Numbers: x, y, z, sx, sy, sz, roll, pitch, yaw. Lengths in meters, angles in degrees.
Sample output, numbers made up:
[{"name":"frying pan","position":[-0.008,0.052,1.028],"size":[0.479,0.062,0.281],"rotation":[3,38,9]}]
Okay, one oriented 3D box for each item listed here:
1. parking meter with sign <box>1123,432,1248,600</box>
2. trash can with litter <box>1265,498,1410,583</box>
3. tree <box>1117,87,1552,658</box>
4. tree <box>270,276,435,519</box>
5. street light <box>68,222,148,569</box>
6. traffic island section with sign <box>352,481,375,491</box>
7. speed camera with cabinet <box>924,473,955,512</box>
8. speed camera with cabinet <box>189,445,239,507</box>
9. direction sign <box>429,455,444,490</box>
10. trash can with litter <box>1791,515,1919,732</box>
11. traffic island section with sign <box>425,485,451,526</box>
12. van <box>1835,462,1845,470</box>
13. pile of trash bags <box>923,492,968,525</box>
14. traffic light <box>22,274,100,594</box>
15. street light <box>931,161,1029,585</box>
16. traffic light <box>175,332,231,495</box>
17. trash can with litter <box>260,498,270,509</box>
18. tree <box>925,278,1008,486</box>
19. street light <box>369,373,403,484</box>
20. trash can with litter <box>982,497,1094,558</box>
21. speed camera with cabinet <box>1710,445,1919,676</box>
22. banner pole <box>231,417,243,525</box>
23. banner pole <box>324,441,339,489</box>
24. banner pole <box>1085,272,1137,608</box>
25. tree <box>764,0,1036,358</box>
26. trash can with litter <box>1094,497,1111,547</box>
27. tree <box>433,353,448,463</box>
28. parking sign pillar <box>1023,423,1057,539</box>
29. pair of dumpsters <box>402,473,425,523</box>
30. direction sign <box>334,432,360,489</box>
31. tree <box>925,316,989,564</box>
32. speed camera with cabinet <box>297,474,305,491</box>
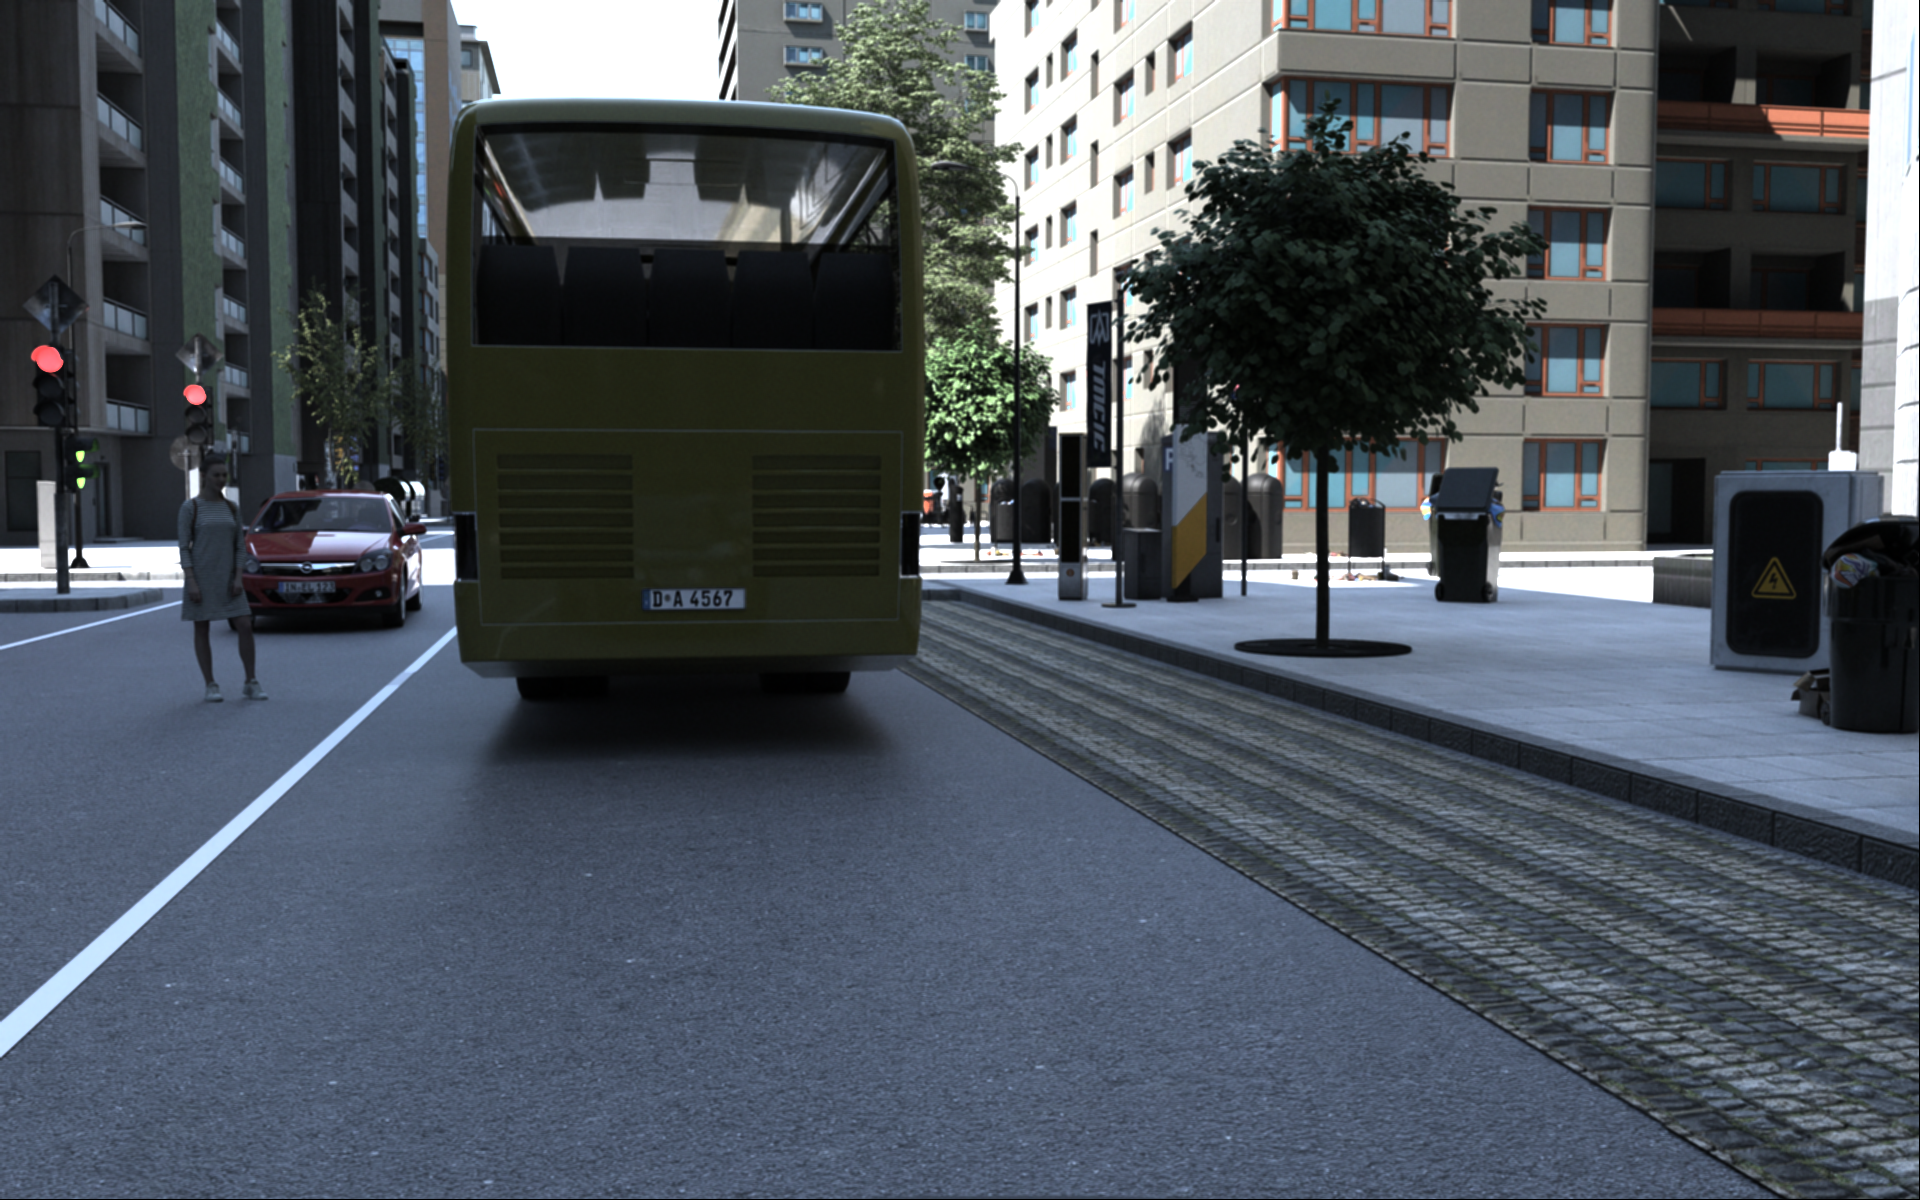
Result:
[{"name":"parking meter with sign","position":[2.851,-1.536,21.376],"size":[1.738,3.016,0.543],"rotation":[-2,4,-28]},{"name":"trash can with litter","position":[5.649,-0.904,25.830],"size":[2.233,1.210,1.678],"rotation":[0,4,1]},{"name":"tree","position":[2.955,-1.866,14.231],"size":[4.285,4.588,4.351],"rotation":[0,3,0]},{"name":"tree","position":[-21.277,-6.671,59.427],"size":[4.737,8.622,4.395],"rotation":[0,3,0]},{"name":"street light","position":[-14.571,-3.492,29.631],"size":[1.470,5.913,1.316],"rotation":[-1,4,-12]},{"name":"traffic island section with sign","position":[-17.327,-2.553,50.363],"size":[1.989,1.847,2.006],"rotation":[-1,4,-12]},{"name":"speed camera with cabinet","position":[-0.961,-5.043,76.796],"size":[0.660,3.252,2.038],"rotation":[2,4,32]},{"name":"speed camera with cabinet","position":[-18.043,-2.905,41.836],"size":[0.660,3.252,2.038],"rotation":[0,4,-5]},{"name":"direction sign","position":[-30.568,-6.682,101.251],"size":[0.876,3.537,0.379],"rotation":[1,4,9]},{"name":"trash can with litter","position":[4.960,0.106,9.661],"size":[0.624,1.170,1.055],"rotation":[0,4,2]},{"name":"traffic island section with sign","position":[-22.906,-4.221,77.645],"size":[1.989,1.847,2.006],"rotation":[-1,4,-12]},{"name":"van","position":[16.384,-1.541,32.209],"size":[4.112,2.044,2.013],"rotation":[-1,4,-12]},{"name":"pile of trash bags","position":[-0.884,-3.913,73.728],"size":[1.912,1.369,3.447],"rotation":[1,4,16]},{"name":"traffic light","position":[-11.538,-2.036,22.209],"size":[0.839,4.253,0.868],"rotation":[-1,4,-12]},{"name":"street light","position":[0.279,-3.174,24.443],"size":[1.470,5.913,1.316],"rotation":[-1,4,-12]},{"name":"traffic light","position":[-13.138,-2.514,30.032],"size":[0.839,4.253,0.868],"rotation":[-1,4,-12]},{"name":"trash can with litter","position":[-20.369,-2.413,50.844],"size":[0.624,1.170,1.055],"rotation":[-3,5,-43]},{"name":"tree","position":[-0.039,-6.557,57.562],"size":[4.737,8.622,4.395],"rotation":[0,3,0]},{"name":"street light","position":[-22.135,-5.758,66.690],"size":[1.470,5.913,1.316],"rotation":[-1,4,-12]},{"name":"trash can with litter","position":[1.393,-1.516,35.839],"size":[2.233,1.210,1.678],"rotation":[-1,4,-14]},{"name":"speed camera with cabinet","position":[6.365,-1.082,12.019],"size":[0.660,3.252,2.038],"rotation":[-3,5,-43]},{"name":"banner pole","position":[-23.654,-4.077,56.683],"size":[0.401,3.779,0.863],"rotation":[-3,5,-45]},{"name":"banner pole","position":[-25.971,-5.000,71.767],"size":[0.401,3.779,0.863],"rotation":[2,4,34]},{"name":"banner pole","position":[1.687,-1.822,19.811],"size":[0.401,3.779,0.863],"rotation":[-2,4,-32]},{"name":"tree","position":[-1.811,-7.448,39.902],"size":[7.486,12.596,7.792],"rotation":[0,3,0]},{"name":"trash can with litter","position":[2.853,-1.911,42.294],"size":[2.233,1.210,1.678],"rotation":[-3,4,-38]},{"name":"tree","position":[-27.393,-8.442,88.385],"size":[4.737,8.622,4.395],"rotation":[0,3,0]},{"name":"parking sign pillar","position":[2.299,-3.766,50.039],"size":[1.447,3.967,1.447],"rotation":[-2,4,-27]},{"name":"pair of dumpsters","position":[-25.066,-4.610,77.864],"size":[1.574,2.255,4.437],"rotation":[-1,4,-12]},{"name":"direction sign","position":[-22.411,-4.363,63.333],"size":[0.876,3.537,0.379],"rotation":[-1,4,-8]},{"name":"tree","position":[0.259,-2.964,32.168],"size":[4.285,4.588,4.351],"rotation":[0,3,0]},{"name":"speed camera with cabinet","position":[-30.572,-5.177,78.977],"size":[0.660,3.252,2.038],"rotation":[0,4,3]}]
